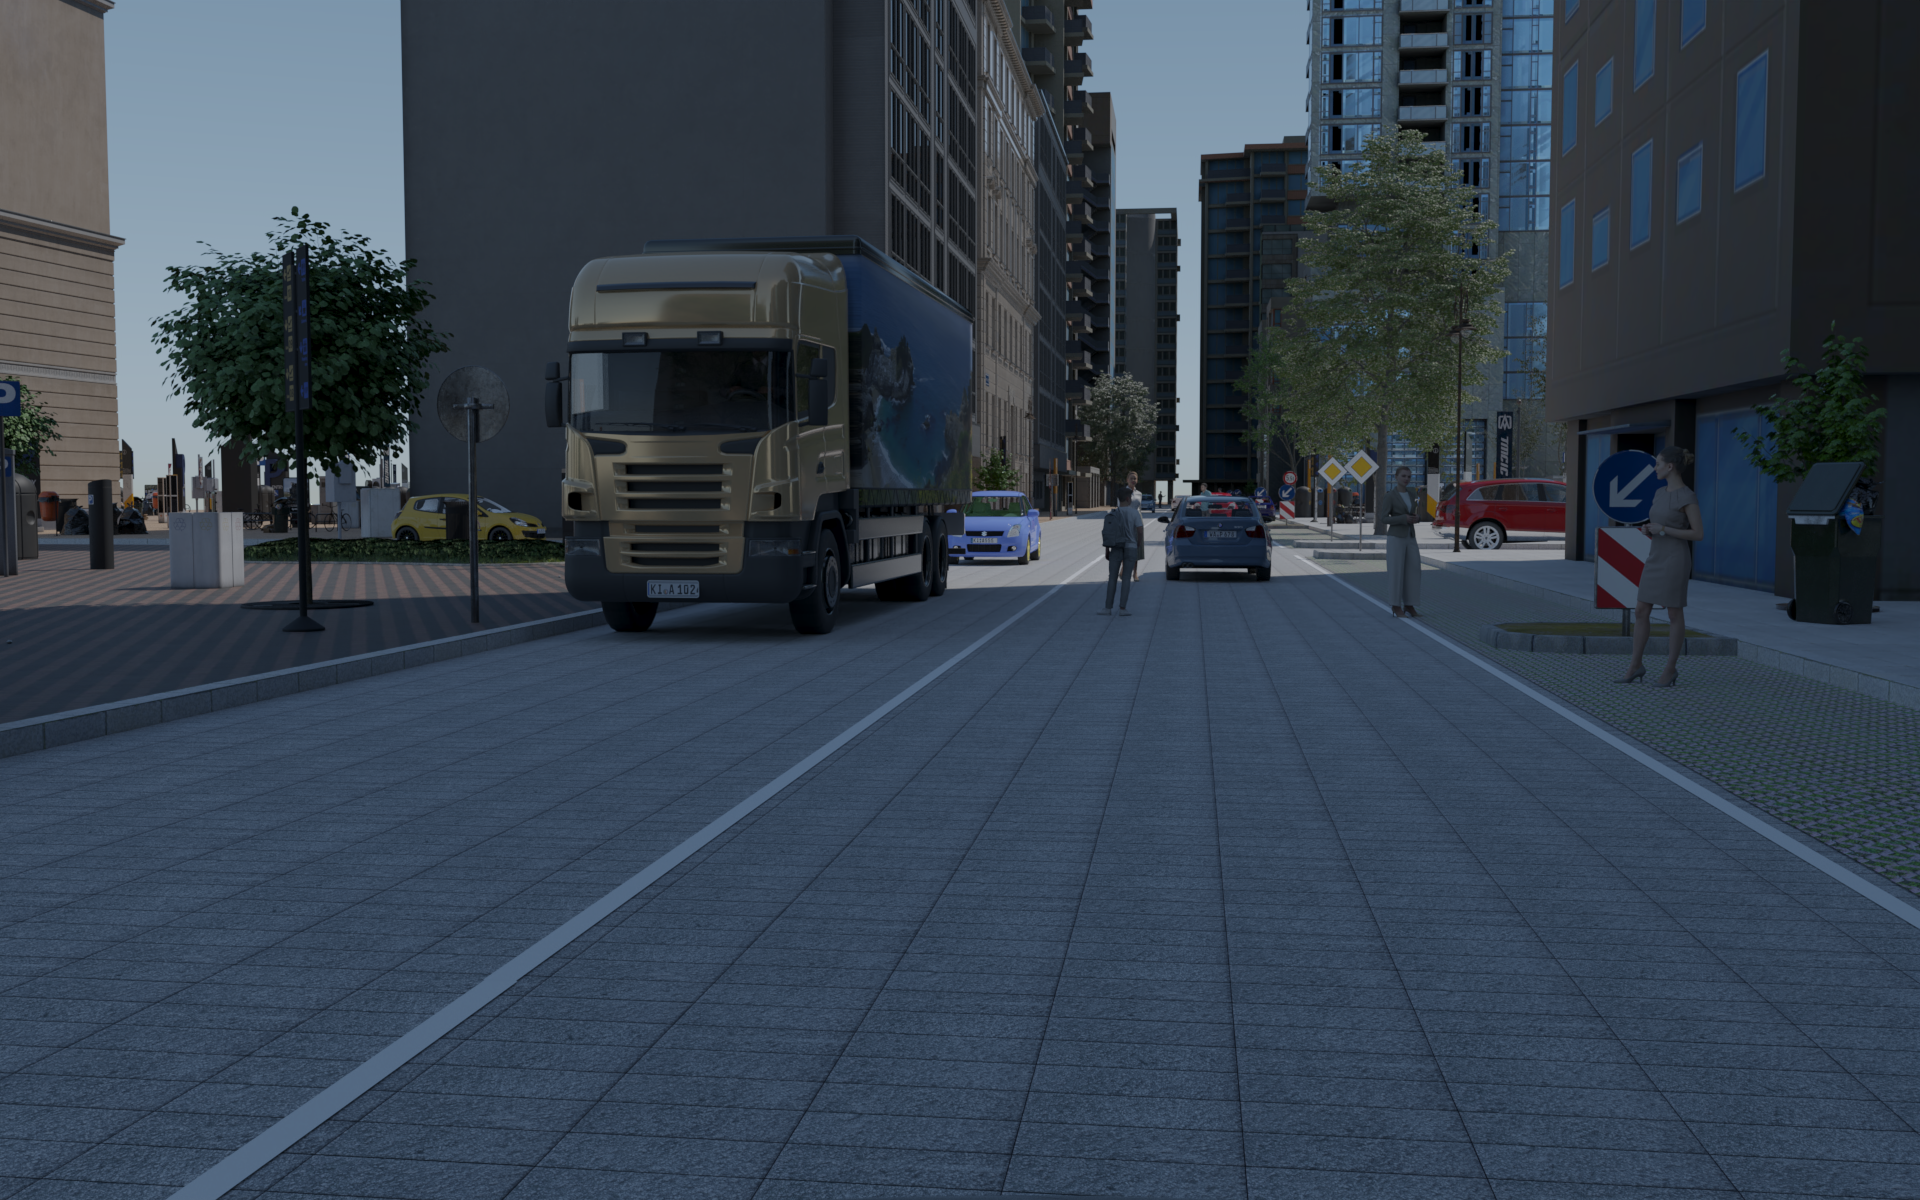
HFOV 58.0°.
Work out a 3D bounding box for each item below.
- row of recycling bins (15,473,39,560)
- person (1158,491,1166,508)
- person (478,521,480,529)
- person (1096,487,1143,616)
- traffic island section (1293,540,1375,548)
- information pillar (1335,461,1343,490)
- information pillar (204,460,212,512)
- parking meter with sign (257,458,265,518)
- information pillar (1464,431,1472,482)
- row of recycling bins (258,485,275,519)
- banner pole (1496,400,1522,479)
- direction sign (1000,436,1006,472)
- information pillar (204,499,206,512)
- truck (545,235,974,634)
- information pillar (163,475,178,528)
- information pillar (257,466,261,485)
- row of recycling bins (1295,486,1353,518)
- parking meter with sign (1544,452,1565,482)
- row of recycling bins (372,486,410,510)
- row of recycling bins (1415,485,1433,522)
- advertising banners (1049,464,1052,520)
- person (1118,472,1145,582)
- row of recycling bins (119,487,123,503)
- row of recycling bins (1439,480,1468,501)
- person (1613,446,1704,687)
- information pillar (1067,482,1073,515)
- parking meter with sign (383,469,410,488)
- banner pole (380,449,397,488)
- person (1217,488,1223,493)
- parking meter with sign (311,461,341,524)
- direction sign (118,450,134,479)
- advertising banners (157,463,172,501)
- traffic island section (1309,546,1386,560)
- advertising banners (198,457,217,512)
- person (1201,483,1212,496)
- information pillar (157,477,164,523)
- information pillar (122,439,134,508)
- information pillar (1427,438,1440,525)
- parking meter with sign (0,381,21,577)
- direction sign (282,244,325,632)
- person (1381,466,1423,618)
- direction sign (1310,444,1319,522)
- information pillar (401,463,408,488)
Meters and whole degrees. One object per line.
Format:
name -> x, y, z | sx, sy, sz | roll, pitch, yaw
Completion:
row of recycling bins -> -19.669, -1.689, 34.725 | 3.534, 1.692, 1.069 | 3, 4, 37
person -> 20.824, -10.372, 178.610 | 0.750, 1.759, 0.617 | -1, 4, -17
person -> -12.393, -1.853, 43.817 | 0.505, 1.210, 0.382 | -1, 4, -16
person -> 1.878, -0.571, 20.424 | 0.503, 1.515, 0.523 | -1, 4, -19
traffic island section -> 10.048, -1.496, 46.736 | 2.009, 0.180, 2.903 | 0, 4, 8
information pillar -> 25.327, -7.615, 115.861 | 0.504, 3.616, 0.183 | 3, 4, 36
information pillar -> -51.539, -7.797, 118.835 | 0.504, 3.616, 0.183 | 0, 4, -2
parking meter with sign -> -30.232, -4.715, 73.358 | 1.738, 3.016, 0.543 | 2, 4, 27
information pillar -> 18.942, -4.483, 64.656 | 0.183, 3.616, 0.504 | 3, 5, 44
row of recycling bins -> -33.152, -4.527, 81.134 | 1.069, 1.692, 3.534 | 0, 4, 5
banner pole -> 14.609, -3.426, 46.026 | 0.863, 3.779, 0.401 | -1, 4, -9
direction sign -> 1.671, -4.630, 67.692 | 0.379, 3.537, 0.876 | -1, 4, -13
information pillar -> -52.361, -7.083, 120.299 | 0.304, 2.012, 0.304 | -2, 4, -30
truck -> -1.912, -1.976, 21.214 | 2.839, 4.237, 11.283 | 1, 4, 9
information pillar -> -29.984, -3.757, 65.925 | 0.304, 2.012, 0.304 | 3, 4, 38
information pillar -> -36.459, -6.031, 89.964 | 0.183, 3.616, 0.504 | 0, 4, 5
row of recycling bins -> 19.749, -5.327, 94.214 | 3.534, 1.692, 1.069 | -2, 4, -24
parking meter with sign -> 24.531, -4.609, 71.619 | 1.738, 3.016, 0.543 | -2, 4, -28
row of recycling bins -> -30.081, -5.207, 92.244 | 3.534, 1.692, 1.069 | 2, 4, 26
row of recycling bins -> 21.749, -4.496, 80.624 | 1.069, 1.692, 3.534 | 0, 4, 6
advertising banners -> 4.440, -5.436, 85.060 | 0.090, 3.025, 2.074 | 0, 4, 5
person -> 2.791, -1.214, 28.579 | 0.478, 1.798, 0.641 | -1, 4, -10
row of recycling bins -> -39.478, -4.459, 80.013 | 1.069, 1.692, 3.534 | 0, 4, -8
row of recycling bins -> 15.794, -2.645, 50.351 | 3.534, 1.692, 1.069 | -1, 4, -13
person -> 5.168, -0.242, 12.790 | 0.374, 1.781, 0.599 | -1, 4, -17
information pillar -> 6.589, -6.091, 104.080 | 0.304, 2.012, 0.304 | -1, 4, -13
parking meter with sign -> -38.470, -7.434, 117.802 | 1.738, 3.016, 0.543 | 1, 4, 18
banner pole -> -25.310, -5.271, 76.191 | 0.401, 3.779, 0.863 | 1, 4, 19
person -> 17.133, -6.486, 114.458 | 0.656, 1.842, 0.836 | -1, 4, -14
parking meter with sign -> -26.741, -4.719, 73.415 | 1.738, 3.016, 0.543 | 1, 4, 21
direction sign -> -43.434, -6.010, 90.253 | 0.379, 3.537, 0.876 | 2, 4, 30
advertising banners -> -44.915, -6.219, 97.873 | 0.090, 3.025, 2.074 | 0, 4, -3
traffic island section -> 8.993, -1.012, 38.821 | 2.009, 0.180, 2.903 | 0, 4, 8
advertising banners -> -35.033, -5.165, 80.629 | 0.090, 3.025, 2.074 | -3, 5, -43
person -> 8.844, -3.260, 61.826 | 0.620, 1.820, 0.660 | -2, 4, -35
information pillar -> -34.901, -4.363, 75.825 | 0.304, 2.012, 0.304 | 1, 4, 11
information pillar -> -35.314, -5.023, 73.475 | 0.504, 3.616, 0.183 | 1, 4, 19
information pillar -> 19.505, -4.889, 71.295 | 0.504, 3.616, 0.183 | 2, 4, 33
parking meter with sign -> -15.168, -1.904, 27.393 | 0.543, 3.016, 1.738 | -2, 4, -31
direction sign -> -6.163, -1.478, 16.162 | 0.379, 3.537, 0.876 | -2, 4, -34
person -> 5.133, -0.671, 20.026 | 0.519, 1.759, 0.362 | -2, 4, -28
direction sign -> 16.107, -5.302, 78.683 | 0.379, 3.537, 0.876 | -1, 4, -12
information pillar -> -41.391, -8.425, 129.107 | 0.504, 3.616, 0.183 | 1, 4, 9
